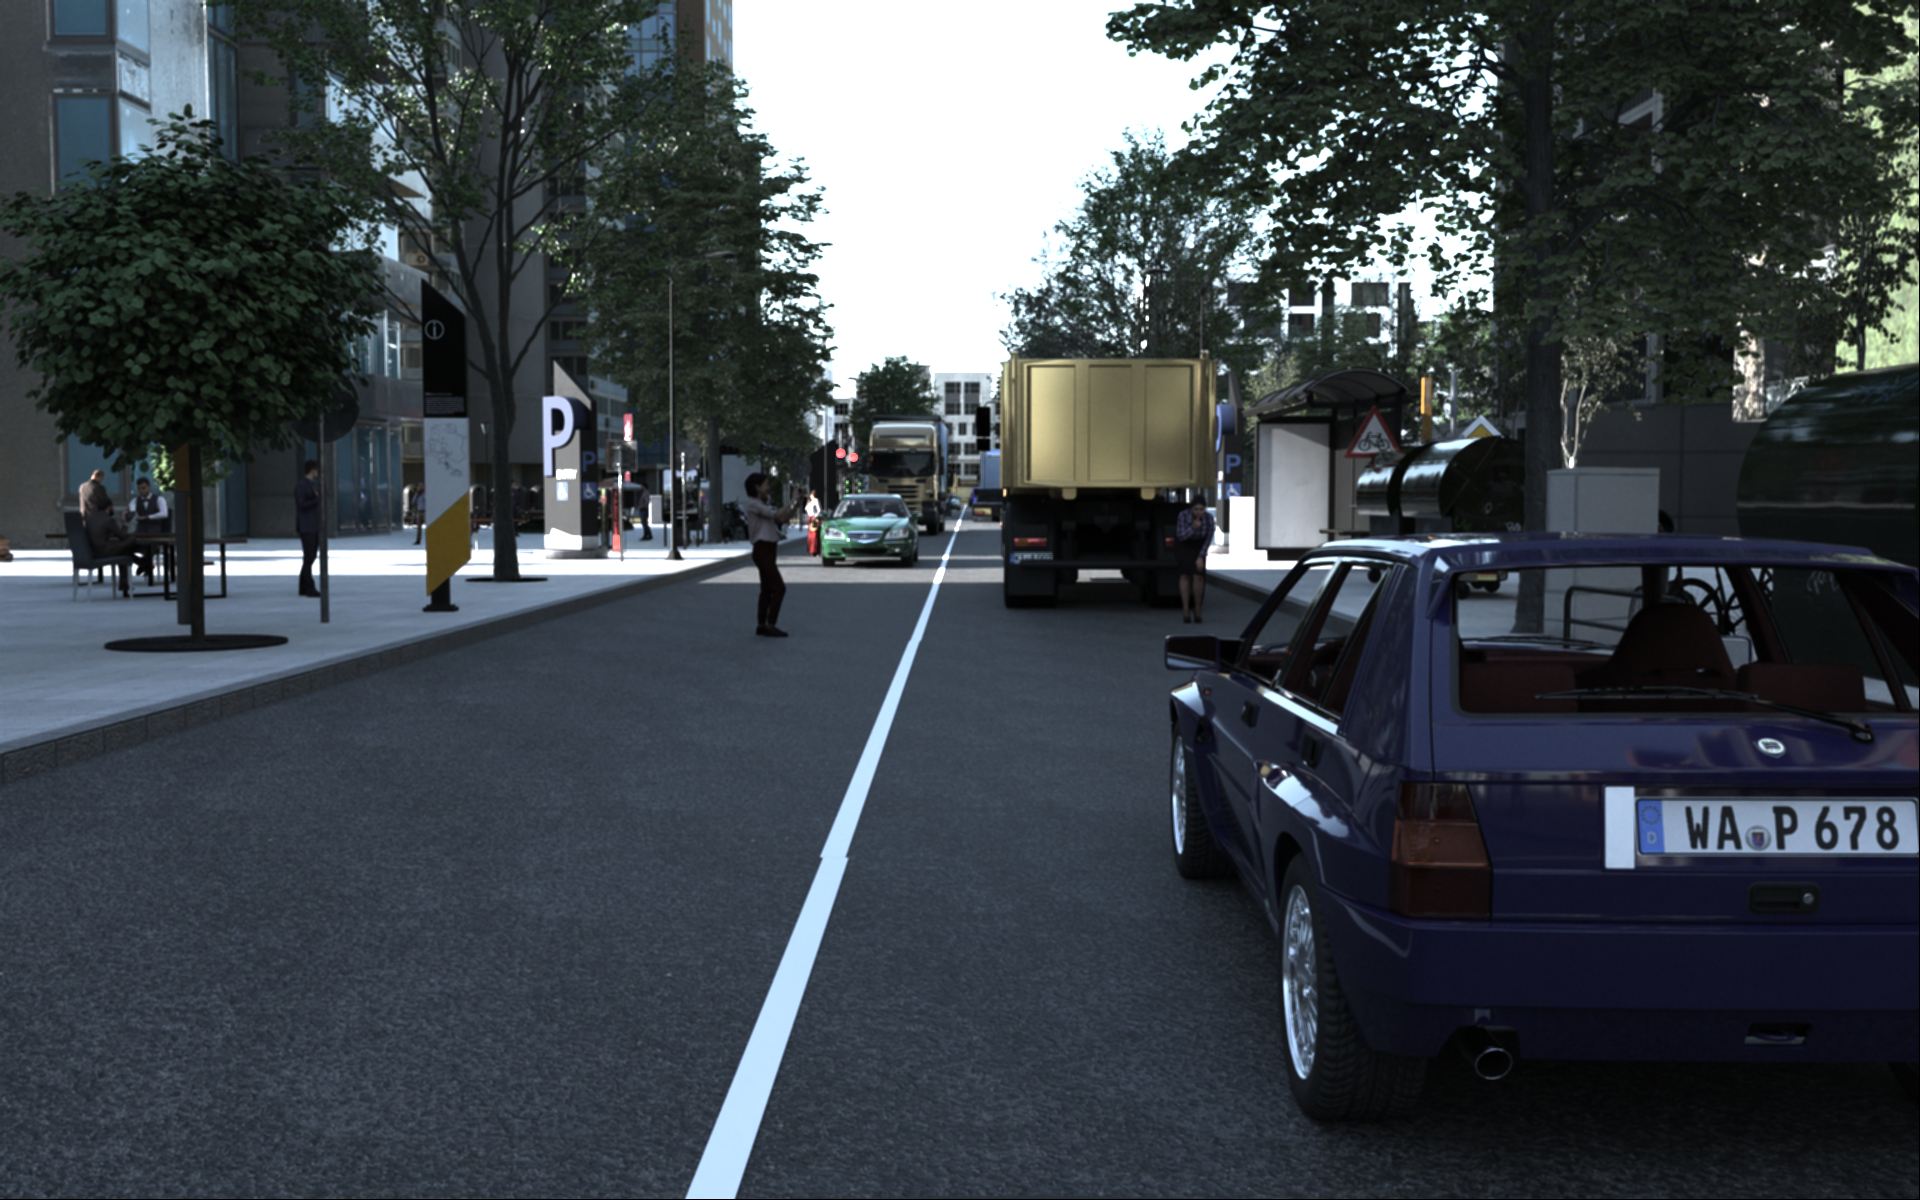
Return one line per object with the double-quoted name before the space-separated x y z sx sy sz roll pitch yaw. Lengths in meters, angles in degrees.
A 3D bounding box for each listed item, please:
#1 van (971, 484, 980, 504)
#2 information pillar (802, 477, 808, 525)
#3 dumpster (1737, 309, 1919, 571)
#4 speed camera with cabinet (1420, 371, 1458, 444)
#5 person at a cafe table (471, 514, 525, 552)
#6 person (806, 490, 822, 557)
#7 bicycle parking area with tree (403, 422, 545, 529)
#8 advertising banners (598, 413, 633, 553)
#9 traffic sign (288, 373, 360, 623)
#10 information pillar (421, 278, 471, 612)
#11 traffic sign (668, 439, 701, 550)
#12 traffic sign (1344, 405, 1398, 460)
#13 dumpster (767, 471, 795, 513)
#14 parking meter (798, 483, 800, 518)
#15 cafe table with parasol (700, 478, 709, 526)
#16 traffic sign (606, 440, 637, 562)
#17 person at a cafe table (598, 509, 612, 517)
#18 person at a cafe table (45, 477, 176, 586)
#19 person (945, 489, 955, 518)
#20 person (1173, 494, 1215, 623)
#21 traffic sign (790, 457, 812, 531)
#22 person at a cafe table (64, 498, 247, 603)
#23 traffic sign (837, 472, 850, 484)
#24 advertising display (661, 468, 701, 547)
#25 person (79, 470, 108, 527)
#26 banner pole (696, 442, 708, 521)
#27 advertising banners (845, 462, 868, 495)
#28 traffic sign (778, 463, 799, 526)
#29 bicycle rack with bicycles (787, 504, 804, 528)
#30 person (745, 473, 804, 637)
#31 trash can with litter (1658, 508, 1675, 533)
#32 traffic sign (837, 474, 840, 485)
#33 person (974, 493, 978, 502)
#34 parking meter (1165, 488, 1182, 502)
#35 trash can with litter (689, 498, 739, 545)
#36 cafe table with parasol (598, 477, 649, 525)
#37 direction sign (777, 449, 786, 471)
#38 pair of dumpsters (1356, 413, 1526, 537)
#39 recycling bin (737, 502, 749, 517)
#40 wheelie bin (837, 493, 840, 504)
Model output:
"van" 2.099 -9.600 161.341 2.240 2.365 5.245 0 4 2
"information pillar" -6.470 -4.115 71.776 0.304 2.012 0.304 -1 4 -20
"dumpster" 5.194 -0.397 8.987 1.502 2.255 1.985 0 4 0
"speed camera with cabinet" 7.779 -2.099 28.658 0.660 3.252 2.038 0 4 1
"person at a cafe table" -10.709 -1.663 38.046 1.698 1.238 1.726 -3 4 -36
"person" -3.319 -1.757 39.689 0.387 1.526 0.523 -2 4 -30
"bicycle parking area with tree" -19.409 -4.874 66.693 9.016 4.147 8.231 1 4 21
"advertising banners" -7.568 -2.563 38.099 0.090 3.025 2.074 -2 4 -31
"traffic sign" -6.342 -1.047 17.219 0.768 2.556 0.104 0 4 2
"information pillar" -5.601 -1.682 18.853 0.504 3.616 0.183 0 4 0
"traffic sign" -6.343 -2.431 39.860 0.768 2.556 0.104 0 4 3
"traffic sign" 6.064 -1.556 25.440 0.884 2.594 0.081 0 4 1
"dumpster" -7.692 -4.264 72.216 1.502 2.255 1.985 0 4 0
"parking meter" -8.320 -5.224 91.123 0.255 1.863 0.399 3 5 39
"cafe table with parasol" -10.581 -3.961 69.621 2.610 1.966 2.610 0 4 1
"traffic sign" -6.386 -1.867 32.658 0.606 2.300 0.079 1 4 9
"person at a cafe table" -13.583 -3.370 63.612 1.622 1.524 1.698 -1 4 -15
"person at a cafe table" -11.783 -0.991 24.710 1.698 1.524 1.622 0 4 -1
"person" -0.651 -5.706 102.514 0.376 1.734 0.841 -2 4 -26
"person" 2.592 -0.454 19.155 0.421 1.427 0.697 0 4 -3
"traffic sign" -5.508 -3.653 59.836 0.768 2.556 0.104 0 4 5
"person at a cafe table" -9.967 -0.630 21.158 1.698 1.238 1.726 3 4 38
"traffic sign" -6.428 -5.840 95.588 0.768 2.556 0.104 0 4 1
"advertising display" -6.802 -2.265 42.252 0.974 1.923 0.123 1 4 13
"person" -16.474 -1.607 33.011 0.565 1.739 0.600 -1 4 -10
"banner pole" -12.466 -5.695 83.138 0.863 3.779 0.401 1 4 10
"advertising banners" -5.605 -5.946 93.412 2.074 3.025 0.090 -2 4 -28
"traffic sign" -6.818 -4.219 68.979 0.884 2.594 0.081 0 4 8
"bicycle rack with bicycles" -7.287 -3.225 66.106 2.852 0.926 2.925 1 4 15
"person" -1.877 -0.464 17.543 0.566 1.644 0.517 3 5 42
"trash can with litter" 7.740 -0.492 19.425 0.624 1.170 1.055 3 5 41
"traffic sign" -6.941 -5.912 96.671 0.884 2.594 0.081 0 4 5
"person" 1.401 -7.980 140.434 0.566 1.644 0.517 2 4 25
"parking meter" 5.027 -1.981 40.799 0.372 1.533 0.369 0 3 0
"trash can with litter" -6.496 -2.075 44.984 1.678 1.210 2.233 3 4 38
"cafe table with parasol" -13.602 -3.879 68.292 2.610 1.966 2.610 0 4 4
"direction sign" -8.971 -5.829 87.294 0.379 3.537 0.876 2 4 24
"pair of dumpsters" 6.514 -1.252 22.965 1.574 2.255 4.437 0 4 0
"recycling bin" -7.234 -2.764 57.740 0.722 1.027 0.722 -1 4 -22
"wheelie bin" -8.245 -6.244 109.990 0.980 1.594 0.693 -1 4 -17
